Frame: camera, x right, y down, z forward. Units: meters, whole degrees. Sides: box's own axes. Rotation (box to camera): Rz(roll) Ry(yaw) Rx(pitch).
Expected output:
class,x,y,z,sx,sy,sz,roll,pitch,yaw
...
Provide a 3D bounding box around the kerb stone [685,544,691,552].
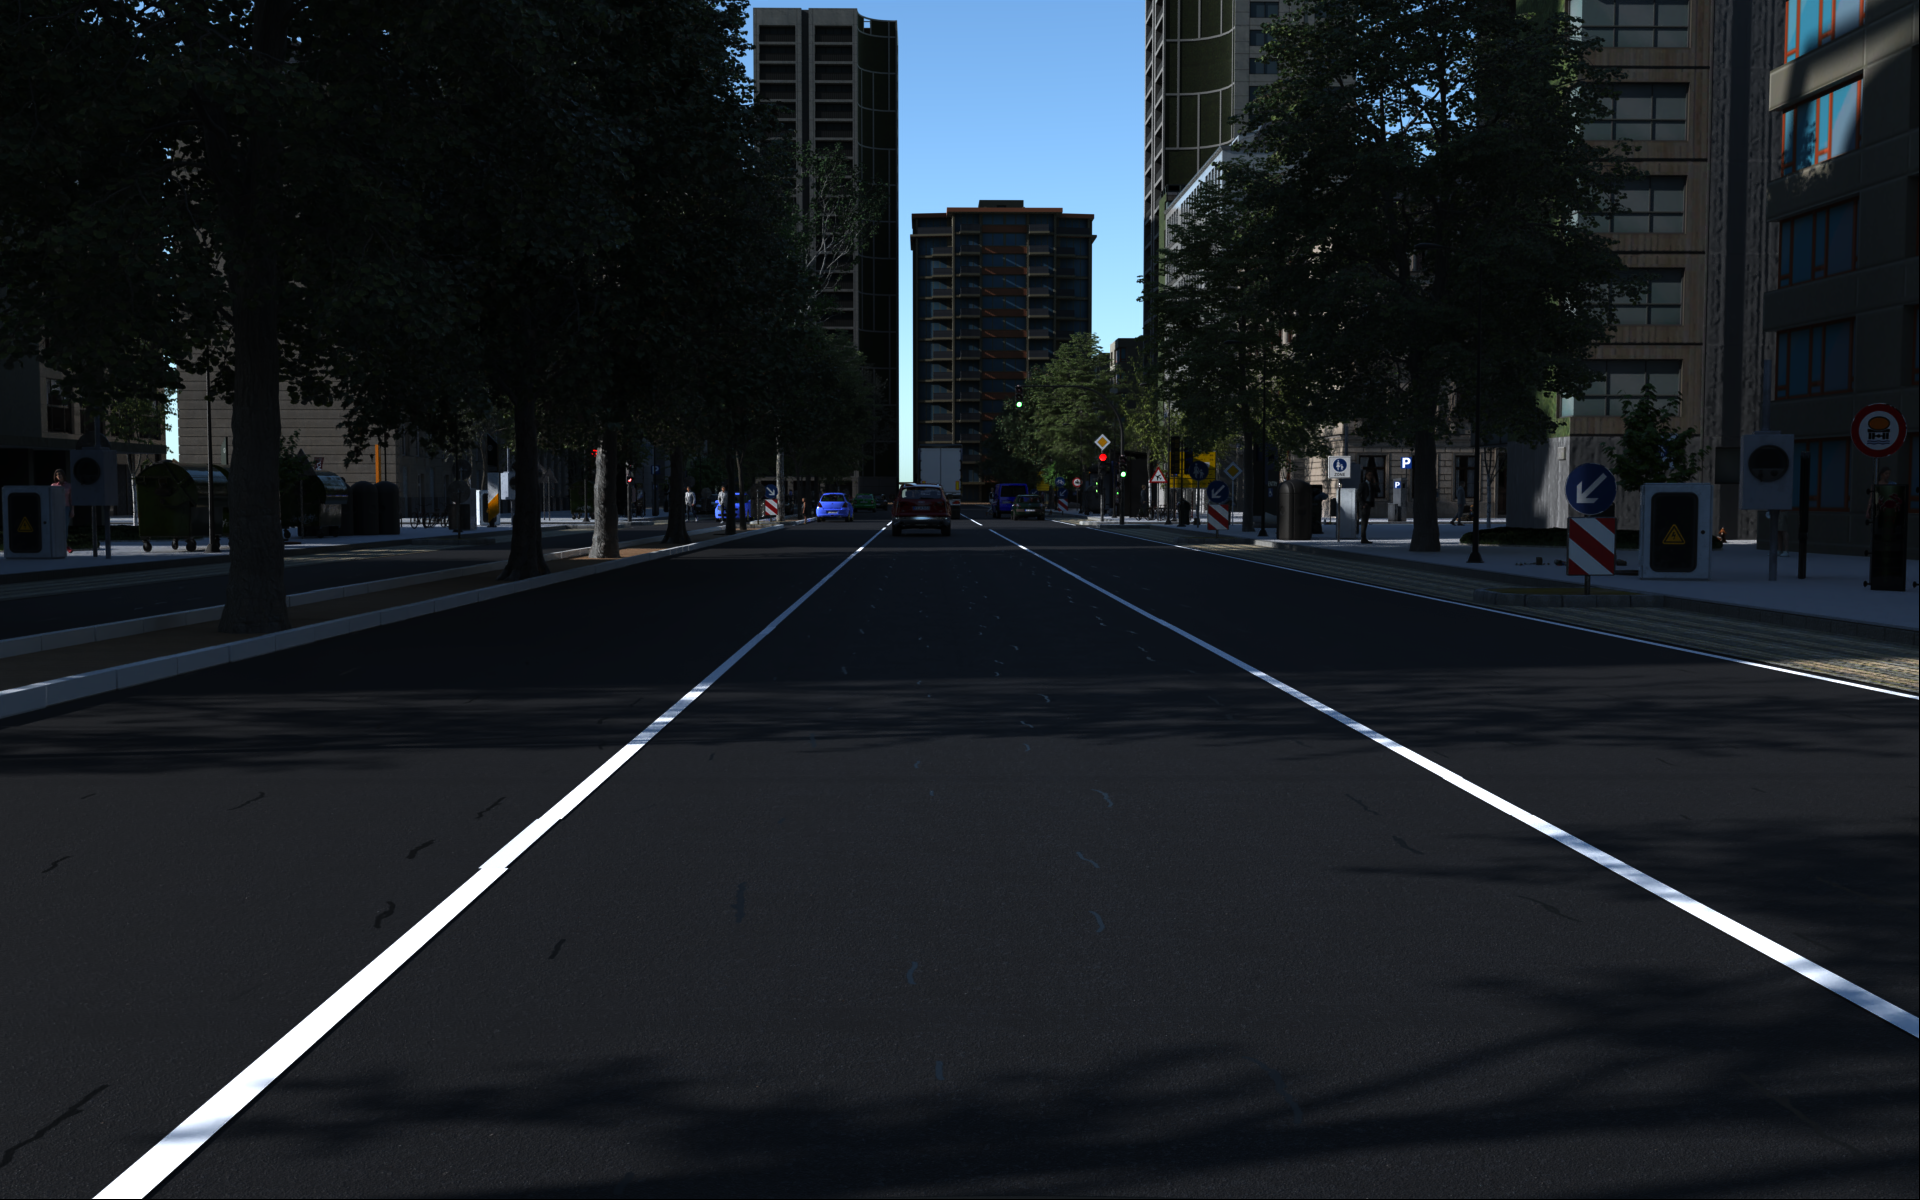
class,x,y,z,sx,sy,sz,roll,pitch,yaw
kerb stone,-6.854,-1.260,42.885,0.120,0.150,1.000,0,4,-1

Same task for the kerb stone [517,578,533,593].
class,x,y,z,sx,sy,sz,roll,pitch,yaw
kerb stone,-6.488,-0.196,25.472,0.120,0.150,1.000,0,4,-1

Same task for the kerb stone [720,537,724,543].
class,x,y,z,sx,sy,sz,roll,pitch,yaw
kerb stone,-7.002,-1.701,50.040,0.120,0.150,1.000,0,4,-1

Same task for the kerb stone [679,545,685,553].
class,x,y,z,sx,sy,sz,roll,pitch,yaw
kerb stone,-6.836,-1.202,41.858,0.120,0.150,1.000,0,4,-1

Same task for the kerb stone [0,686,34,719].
class,x,y,z,sx,sy,sz,roll,pitch,yaw
kerb stone,-6.179,0.678,11.118,0.120,0.150,1.000,0,4,-1

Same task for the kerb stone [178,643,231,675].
class,x,y,z,sx,sy,sz,roll,pitch,yaw
kerb stone,-6.251,0.494,14.185,0.120,0.150,1.000,0,4,-1

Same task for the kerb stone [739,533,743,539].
class,x,y,z,sx,sy,sz,roll,pitch,yaw
kerb stone,-7.106,-2.016,55.171,0.120,0.150,1.000,0,4,-1

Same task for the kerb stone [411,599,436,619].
class,x,y,z,sx,sy,sz,roll,pitch,yaw
kerb stone,-6.383,0.118,20.343,0.120,0.150,1.000,0,4,-1

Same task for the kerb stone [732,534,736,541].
class,x,y,z,sx,sy,sz,roll,pitch,yaw
kerb stone,-7.067,-1.889,53.105,0.120,0.150,1.000,0,4,-1

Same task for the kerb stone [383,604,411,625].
class,x,y,z,sx,sy,sz,roll,pitch,yaw
kerb stone,-6.357,0.176,19.318,0.120,0.150,1.000,0,4,-1

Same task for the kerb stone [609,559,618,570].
class,x,y,z,sx,sy,sz,roll,pitch,yaw
kerb stone,-6.640,-0.639,32.641,0.120,0.150,1.000,0,4,-1

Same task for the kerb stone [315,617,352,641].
class,x,y,z,sx,sy,sz,roll,pitch,yaw
kerb stone,-6.321,0.301,17.274,0.120,0.150,1.000,0,4,-1

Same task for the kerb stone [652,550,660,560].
class,x,y,z,sx,sy,sz,roll,pitch,yaw
kerb stone,-6.743,-0.952,37.766,0.120,0.150,1.000,0,4,-1

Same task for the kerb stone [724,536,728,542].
class,x,y,z,sx,sy,sz,roll,pitch,yaw
kerb stone,-7.029,-1.765,51.062,0.120,0.150,1.000,0,4,-1

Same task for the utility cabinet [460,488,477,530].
class,x,y,z,sx,sy,sz,roll,pitch,yaw
utility cabinet,-17.371,-3.203,61.040,0.318,1.500,1.173,0,4,4

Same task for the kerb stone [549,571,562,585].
class,x,y,z,sx,sy,sz,roll,pitch,yaw
kerb stone,-6.534,-0.326,27.529,0.120,0.150,1.000,0,4,-1

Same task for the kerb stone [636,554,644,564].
class,x,y,z,sx,sy,sz,roll,pitch,yaw
kerb stone,-6.702,-0.827,35.716,0.120,0.150,1.000,0,4,-1

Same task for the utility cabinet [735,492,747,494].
class,x,y,z,sx,sy,sz,roll,pitch,yaw
utility cabinet,-18.805,-8.589,149.113,1.173,1.500,0.318,0,4,5

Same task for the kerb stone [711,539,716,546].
class,x,y,z,sx,sy,sz,roll,pitch,yaw
kerb stone,-6.952,-1.578,47.997,0.120,0.150,1.000,0,4,-1

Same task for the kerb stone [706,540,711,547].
class,x,y,z,sx,sy,sz,roll,pitch,yaw
kerb stone,-6.940,-1.514,46.975,0.120,0.150,1.000,0,4,-1

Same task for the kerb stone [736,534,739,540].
class,x,y,z,sx,sy,sz,roll,pitch,yaw
kerb stone,-7.089,-1.948,54.135,0.120,0.150,1.000,0,4,-1

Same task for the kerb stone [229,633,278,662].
class,x,y,z,sx,sy,sz,roll,pitch,yaw
kerb stone,-6.267,0.431,15.224,0.120,0.150,1.000,0,4,-1

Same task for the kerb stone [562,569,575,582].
class,x,y,z,sx,sy,sz,roll,pitch,yaw
kerb stone,-6.557,-0.387,28.550,0.120,0.150,1.000,0,4,-1

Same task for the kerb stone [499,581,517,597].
class,x,y,z,sx,sy,sz,roll,pitch,yaw
kerb stone,-6.469,-0.138,24.450,0.120,0.150,1.000,0,4,-1

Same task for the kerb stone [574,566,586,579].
class,x,y,z,sx,sy,sz,roll,pitch,yaw
kerb stone,-6.580,-0.451,29.572,0.120,0.150,1.000,0,4,-1

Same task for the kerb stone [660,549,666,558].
class,x,y,z,sx,sy,sz,roll,pitch,yaw
kerb stone,-6.768,-1.015,38.787,0.120,0.150,1.000,0,4,-1

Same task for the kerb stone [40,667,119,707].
class,x,y,z,sx,sy,sz,roll,pitch,yaw
kerb stone,-6.210,0.615,12.141,0.120,0.150,1.000,0,4,-1

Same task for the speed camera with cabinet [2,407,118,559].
class,x,y,z,sx,sy,sz,roll,pitch,yaw
speed camera with cabinet,-17.777,-2.437,34.187,2.038,3.252,0.660,0,4,1

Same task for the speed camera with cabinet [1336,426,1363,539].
class,x,y,z,sx,sy,sz,roll,pitch,yaw
speed camera with cabinet,11.268,-3.405,50.010,0.660,3.252,2.038,1,4,18

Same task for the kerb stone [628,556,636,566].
class,x,y,z,sx,sy,sz,roll,pitch,yaw
kerb stone,-6.687,-0.763,34.690,0.120,0.150,1.000,0,4,-1

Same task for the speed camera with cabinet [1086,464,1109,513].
class,x,y,z,sx,sy,sz,roll,pitch,yaw
speed camera with cabinet,9.377,-7.383,115.053,2.038,3.252,0.660,-1,4,-20

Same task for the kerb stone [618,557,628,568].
class,x,y,z,sx,sy,sz,roll,pitch,yaw
kerb stone,-6.655,-0.702,33.666,0.120,0.150,1.000,0,4,-1

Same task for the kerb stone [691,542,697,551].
class,x,y,z,sx,sy,sz,roll,pitch,yaw
kerb stone,-6.870,-1.322,43.907,0.120,0.150,1.000,0,4,-1

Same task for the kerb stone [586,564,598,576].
class,x,y,z,sx,sy,sz,roll,pitch,yaw
kerb stone,-6.598,-0.514,30.596,0.120,0.150,1.000,0,4,-1

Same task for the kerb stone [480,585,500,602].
class,x,y,z,sx,sy,sz,roll,pitch,yaw
kerb stone,-6.438,-0.075,23.418,0.120,0.150,1.000,0,4,-1

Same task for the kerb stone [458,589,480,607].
class,x,y,z,sx,sy,sz,roll,pitch,yaw
kerb stone,-6.425,-0.012,22.391,0.120,0.150,1.000,0,4,-1

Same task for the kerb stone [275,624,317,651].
class,x,y,z,sx,sy,sz,roll,pitch,yaw
kerb stone,-6.291,0.364,16.245,0.120,0.150,1.000,0,4,-1

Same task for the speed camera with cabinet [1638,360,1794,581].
class,x,y,z,sx,sy,sz,roll,pitch,yaw
speed camera with cabinet,11.188,-1.915,25.652,2.038,3.252,0.660,1,4,19

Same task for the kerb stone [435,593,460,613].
class,x,y,z,sx,sy,sz,roll,pitch,yaw
kerb stone,-6.397,0.052,21.366,0.120,0.150,1.000,0,4,-1

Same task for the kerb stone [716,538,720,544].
class,x,y,z,sx,sy,sz,roll,pitch,yaw
kerb stone,-6.979,-1.638,49.018,0.120,0.150,1.000,0,4,-1

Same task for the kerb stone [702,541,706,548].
class,x,y,z,sx,sy,sz,roll,pitch,yaw
kerb stone,-6.922,-1.453,45.953,0.120,0.150,1.000,0,4,-1

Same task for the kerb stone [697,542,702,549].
class,x,y,z,sx,sy,sz,roll,pitch,yaw
kerb stone,-6.893,-1.391,44.932,0.120,0.150,1.000,0,4,-1

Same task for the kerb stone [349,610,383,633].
class,x,y,z,sx,sy,sz,roll,pitch,yaw
kerb stone,-6.344,0.239,18.295,0.120,0.150,1.000,0,4,-1

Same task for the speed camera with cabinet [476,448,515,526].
class,x,y,z,sx,sy,sz,roll,pitch,yaw
speed camera with cabinet,-18.966,-4.687,70.968,0.660,3.252,2.038,3,5,41

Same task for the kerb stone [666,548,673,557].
class,x,y,z,sx,sy,sz,roll,pitch,yaw
kerb stone,-6.795,-1.077,39.812,0.120,0.150,1.000,0,4,-1

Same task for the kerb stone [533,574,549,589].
class,x,y,z,sx,sy,sz,roll,pitch,yaw
kerb stone,-6.506,-0.264,26.507,0.120,0.150,1.000,0,4,-1

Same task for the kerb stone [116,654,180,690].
class,x,y,z,sx,sy,sz,roll,pitch,yaw
kerb stone,-6.227,0.553,13.163,0.120,0.150,1.000,0,4,-1

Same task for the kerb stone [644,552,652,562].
class,x,y,z,sx,sy,sz,roll,pitch,yaw
kerb stone,-6.730,-0.890,36.744,0.120,0.150,1.000,0,4,-1

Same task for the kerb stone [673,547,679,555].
class,x,y,z,sx,sy,sz,roll,pitch,yaw
kerb stone,-6.814,-1.138,40.835,0.120,0.150,1.000,0,4,-1

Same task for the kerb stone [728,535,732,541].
class,x,y,z,sx,sy,sz,roll,pitch,yaw
kerb stone,-7.049,-1.819,52.084,0.120,0.150,1.000,0,4,-1

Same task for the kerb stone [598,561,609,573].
class,x,y,z,sx,sy,sz,roll,pitch,yaw
kerb stone,-6.613,-0.572,31.620,0.120,0.150,1.000,0,4,-1
